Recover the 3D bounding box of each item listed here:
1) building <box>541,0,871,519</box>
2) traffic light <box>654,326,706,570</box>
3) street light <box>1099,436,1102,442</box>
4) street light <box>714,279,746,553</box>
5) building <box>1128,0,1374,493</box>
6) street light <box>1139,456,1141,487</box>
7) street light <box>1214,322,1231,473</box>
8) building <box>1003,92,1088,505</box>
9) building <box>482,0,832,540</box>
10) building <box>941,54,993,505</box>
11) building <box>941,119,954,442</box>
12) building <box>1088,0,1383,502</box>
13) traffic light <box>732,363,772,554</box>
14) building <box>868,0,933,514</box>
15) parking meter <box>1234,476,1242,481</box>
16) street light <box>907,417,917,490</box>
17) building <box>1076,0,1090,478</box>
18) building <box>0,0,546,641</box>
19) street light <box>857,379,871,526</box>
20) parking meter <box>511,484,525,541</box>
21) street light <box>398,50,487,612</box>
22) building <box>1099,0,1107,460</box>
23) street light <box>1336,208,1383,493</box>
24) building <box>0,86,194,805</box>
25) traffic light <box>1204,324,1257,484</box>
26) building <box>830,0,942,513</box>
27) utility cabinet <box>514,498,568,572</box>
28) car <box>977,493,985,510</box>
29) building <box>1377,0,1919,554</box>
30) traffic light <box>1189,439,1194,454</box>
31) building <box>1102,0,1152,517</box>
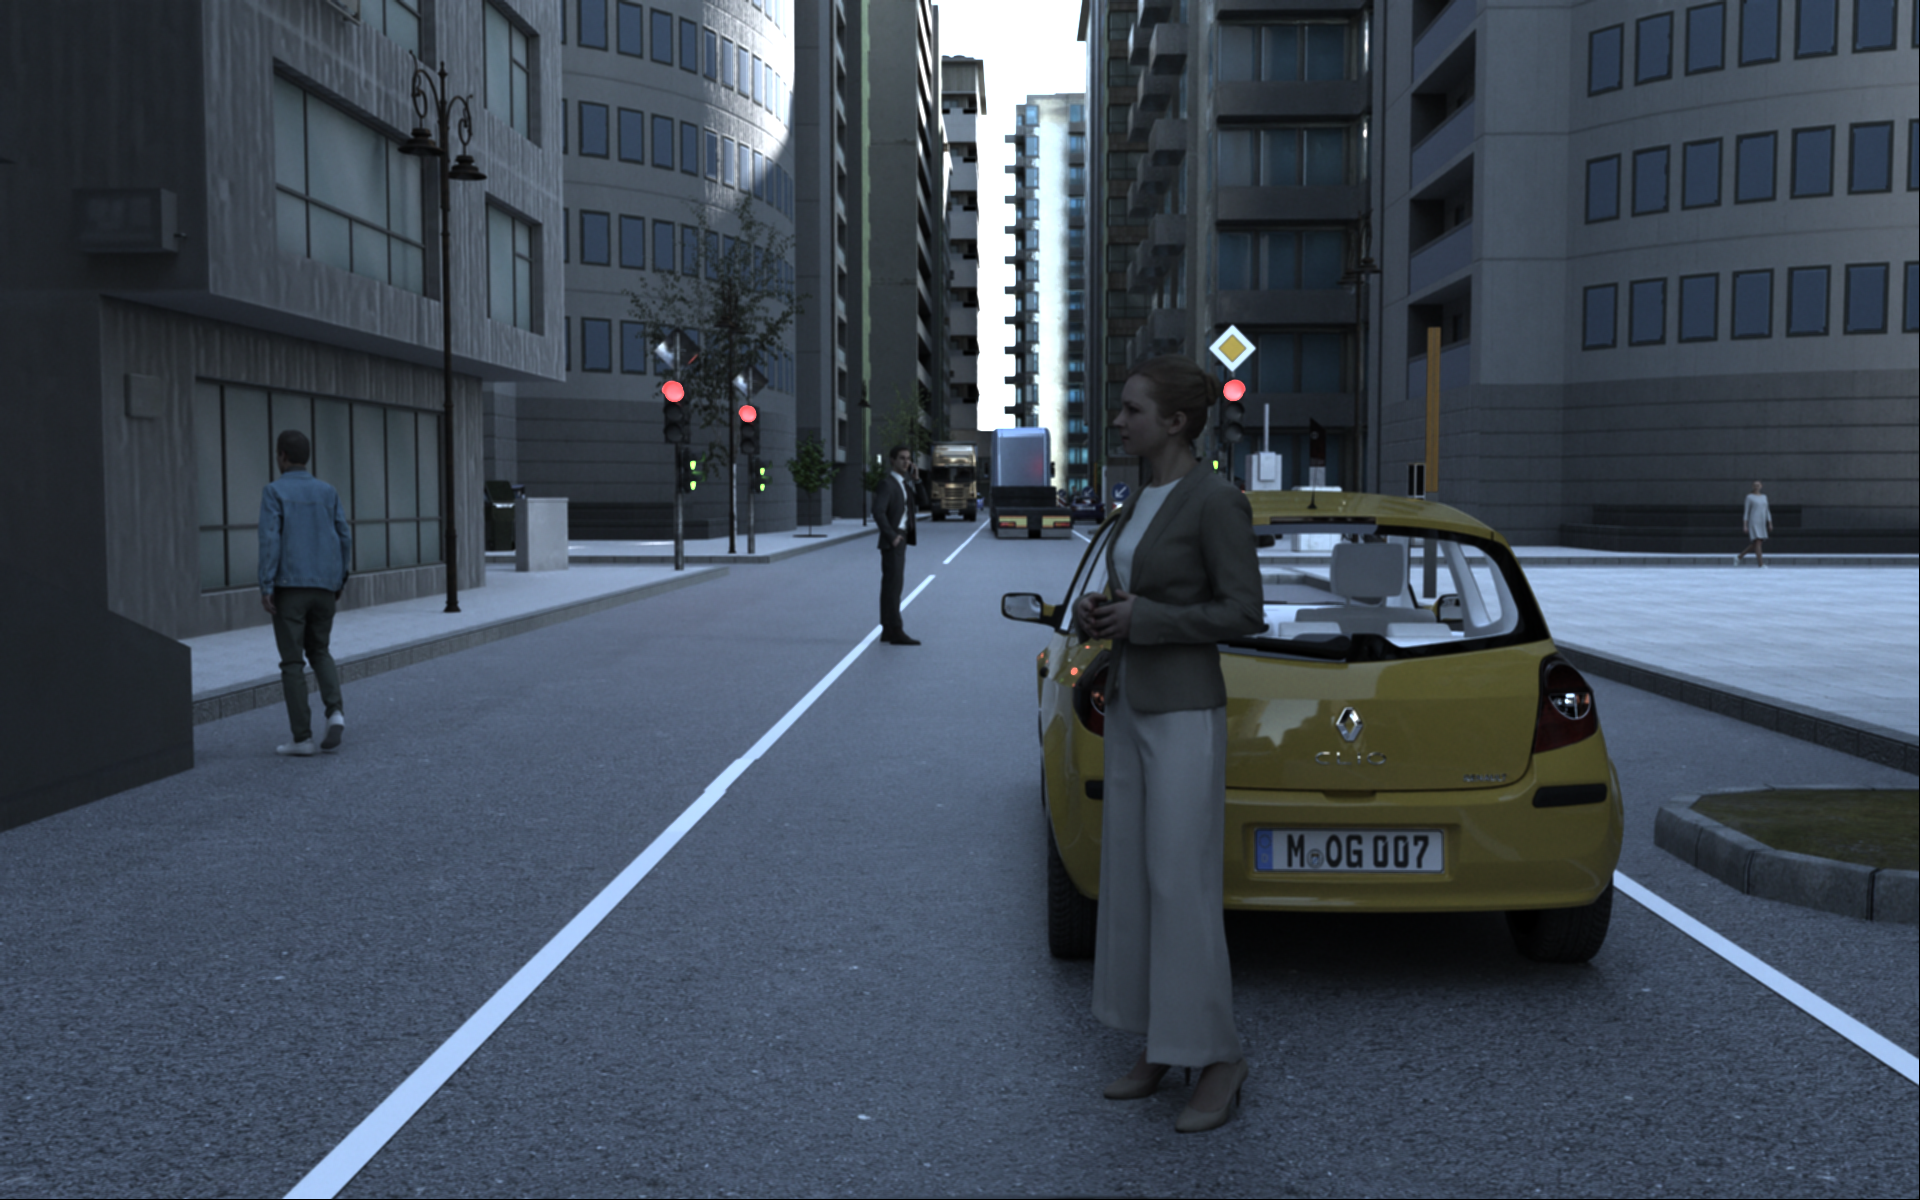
[{"bbox_3d":[-12.147,-24.731,87.950,14.154,41.232,14.086,0,4,2],"label":"building"},{"bbox_3d":[-4.718,-2.456,29.082,0.839,4.253,0.868,0,4,2],"label":"traffic light"},{"bbox_3d":[9.177,-8.482,111.473,0.468,5.910,1.993,0,4,2],"label":"street light"},{"bbox_3d":[-4.933,-3.947,37.322,0.468,5.910,1.993,0,4,2],"label":"street light"},{"bbox_3d":[18.590,-27.622,71.226,23.786,49.044,30.456,0,4,2],"label":"building"},{"bbox_3d":[8.205,-6.487,78.845,0.468,5.910,1.993,0,4,2],"label":"street light"},{"bbox_3d":[7.122,-4.512,46.561,0.468,5.910,1.993,0,4,2],"label":"street light"},{"bbox_3d":[20.437,-35.869,206.071,30.456,49.044,23.786,0,4,2],"label":"building"},{"bbox_3d":[-16.388,-31.587,58.448,21.231,58.520,28.212,0,4,2],"label":"building"},{"bbox_3d":[-8.439,-37.940,209.559,27.495,52.752,28.713,0,4,2],"label":"building"},{"bbox_3d":[-12.755,-29.393,172.454,23.993,40.220,32.217,0,4,2],"label":"building"},{"bbox_3d":[21.336,-36.865,144.750,21.231,58.520,28.212,0,4,2],"label":"building"},{"bbox_3d":[-4.464,-2.945,37.064,0.839,4.253,0.868,0,4,2],"label":"traffic light"},{"bbox_3d":[-13.101,-30.518,122.665,21.300,48.544,21.600,0,4,2],"label":"building"},{"bbox_3d":[9.009,-3.117,56.675,0.255,1.863,0.399,3,5,45],"label":"parking meter"},{"bbox_3d":[-2.835,-7.913,102.167,0.468,5.910,1.993,0,4,2],"label":"street light"},{"bbox_3d":[26.333,-35.702,172.972,28.713,52.752,27.495,0,4,2],"label":"building"},{"bbox_3d":[-12.644,-20.560,19.748,14.086,41.232,14.154,0,4,2],"label":"building"},{"bbox_3d":[-3.835,-5.918,69.544,0.468,5.910,1.993,0,4,2],"label":"street light"},{"bbox_3d":[-11.073,-2.136,43.327,0.372,1.533,0.369,0,3,0],"label":"parking meter"},{"bbox_3d":[-5.525,-2.806,18.668,0.468,5.910,1.993,0,4,2],"label":"street light"},{"bbox_3d":[17.266,-28.973,123.822,14.600,45.320,14.200,0,4,2],"label":"building"},{"bbox_3d":[6.510,-3.400,28.379,0.468,5.910,1.993,0,4,2],"label":"street light"},{"bbox_3d":[-20.325,-18.931,1.409,32.217,40.220,23.993,0,4,2],"label":"building"},{"bbox_3d":[4.489,-2.440,28.807,0.839,4.253,0.868,0,4,2],"label":"traffic light"},{"bbox_3d":[-8.786,-27.950,140.570,14.154,41.232,14.086,0,4,2],"label":"building"},{"bbox_3d":[-7.009,-1.092,29.009,0.306,1.237,1.020,2,4,28],"label":"utility cabinet"},{"bbox_3d":[1.209,-8.768,152.941,1.945,1.707,3.694,0,4,1],"label":"car"},{"bbox_3d":[26.833,-30.749,44.753,28.212,58.520,21.231,0,4,2],"label":"building"},{"bbox_3d":[4.743,-2.928,36.788,0.839,4.253,0.868,0,4,2],"label":"traffic light"},{"bbox_3d":[15.367,-20.210,102.135,14.160,30.474,14.107,0,4,2],"label":"building"}]
